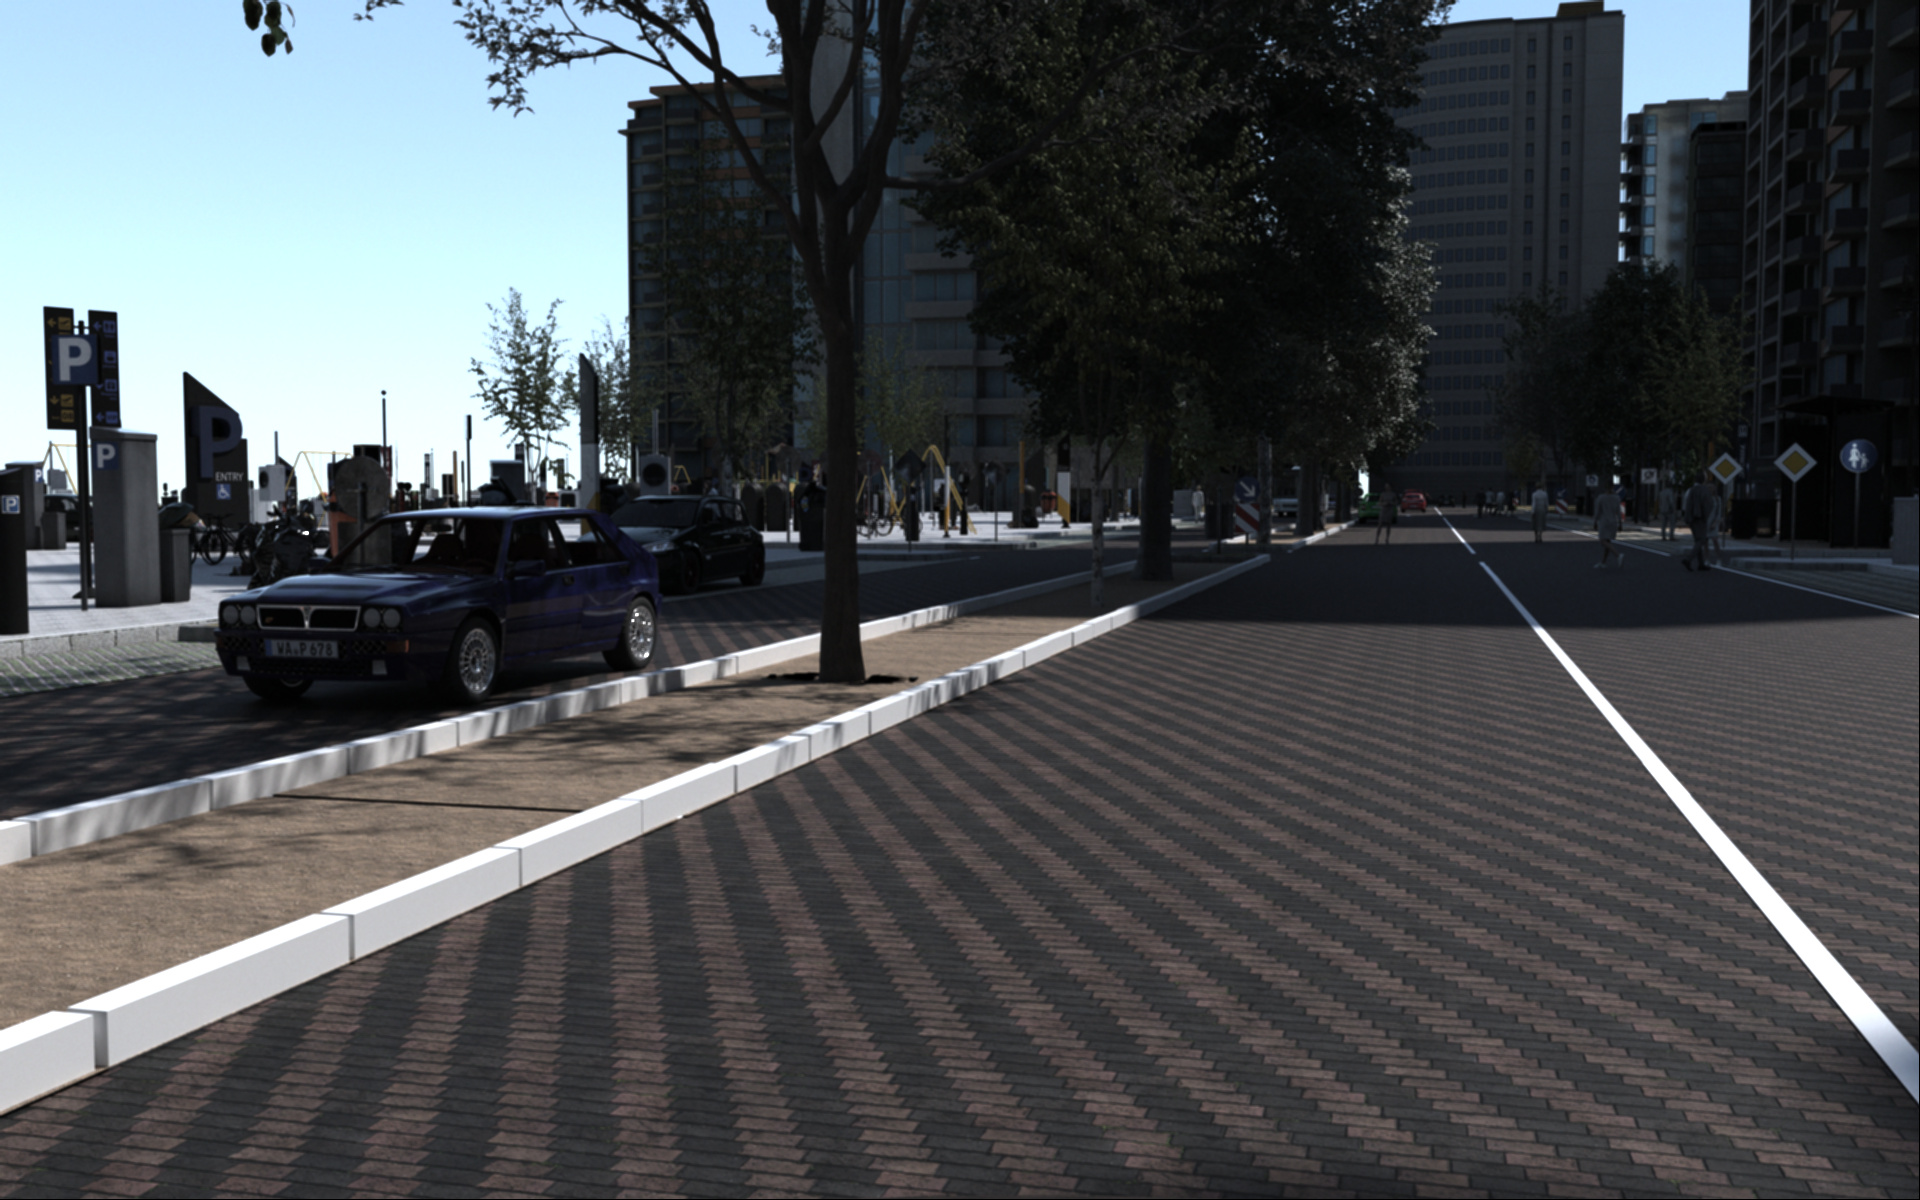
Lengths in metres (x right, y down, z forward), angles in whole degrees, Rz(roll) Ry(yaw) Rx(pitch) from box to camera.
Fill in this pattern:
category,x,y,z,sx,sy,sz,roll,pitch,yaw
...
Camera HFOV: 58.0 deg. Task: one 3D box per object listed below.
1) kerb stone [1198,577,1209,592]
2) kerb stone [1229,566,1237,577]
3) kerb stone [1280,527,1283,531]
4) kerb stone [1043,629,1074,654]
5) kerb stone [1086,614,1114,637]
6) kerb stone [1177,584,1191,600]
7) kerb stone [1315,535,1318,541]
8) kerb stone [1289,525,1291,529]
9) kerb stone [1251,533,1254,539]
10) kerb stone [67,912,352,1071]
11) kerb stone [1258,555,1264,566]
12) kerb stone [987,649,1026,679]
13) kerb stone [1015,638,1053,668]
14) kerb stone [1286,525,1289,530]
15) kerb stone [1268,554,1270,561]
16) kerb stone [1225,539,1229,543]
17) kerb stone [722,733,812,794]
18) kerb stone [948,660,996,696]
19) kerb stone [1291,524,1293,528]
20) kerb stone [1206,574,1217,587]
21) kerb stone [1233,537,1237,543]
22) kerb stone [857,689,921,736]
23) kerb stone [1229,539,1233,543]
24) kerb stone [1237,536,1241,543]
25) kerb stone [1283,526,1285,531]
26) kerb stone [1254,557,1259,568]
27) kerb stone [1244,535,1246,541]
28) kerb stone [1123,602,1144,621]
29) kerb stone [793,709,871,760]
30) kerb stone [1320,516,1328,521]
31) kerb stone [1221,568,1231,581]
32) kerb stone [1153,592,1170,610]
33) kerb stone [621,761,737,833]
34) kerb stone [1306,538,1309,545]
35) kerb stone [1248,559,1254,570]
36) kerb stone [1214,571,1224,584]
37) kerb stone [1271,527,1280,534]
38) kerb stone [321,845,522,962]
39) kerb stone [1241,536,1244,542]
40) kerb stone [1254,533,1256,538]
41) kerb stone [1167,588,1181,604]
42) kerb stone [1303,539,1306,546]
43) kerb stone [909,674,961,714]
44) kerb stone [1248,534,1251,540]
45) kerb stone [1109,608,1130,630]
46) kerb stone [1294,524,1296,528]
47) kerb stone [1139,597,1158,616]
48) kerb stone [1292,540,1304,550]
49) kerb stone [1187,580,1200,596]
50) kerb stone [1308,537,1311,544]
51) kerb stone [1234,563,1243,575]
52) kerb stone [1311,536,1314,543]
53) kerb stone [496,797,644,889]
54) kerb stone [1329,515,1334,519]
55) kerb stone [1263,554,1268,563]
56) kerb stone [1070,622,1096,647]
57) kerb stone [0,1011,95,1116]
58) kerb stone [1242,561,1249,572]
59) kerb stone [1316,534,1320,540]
category,x,y,z,sx,sy,sz,roll,pitch,yaw
kerb stone,3.523,-0.208,25.593,0.120,0.150,1.000,1,4,15
kerb stone,4.572,-0.448,29.545,0.120,0.150,1.000,1,4,15
kerb stone,11.958,-2.634,65.266,0.120,0.150,1.000,1,4,15
kerb stone,0.857,0.398,15.695,0.120,0.150,1.000,1,4,15
kerb stone,1.397,0.277,17.672,0.120,0.150,1.000,1,4,15
kerb stone,2.991,-0.086,23.604,0.120,0.150,1.000,1,4,15
kerb stone,10.543,-1.813,51.838,0.120,0.150,1.000,1,4,15
kerb stone,13.023,-2.872,69.226,0.120,0.150,1.000,1,4,15
kerb stone,9.037,-1.966,54.371,0.120,0.150,1.000,1,4,15
kerb stone,-2.044,1.064,4.796,0.120,0.150,1.000,1,4,15
kerb stone,5.909,-0.749,34.498,0.120,0.150,1.000,1,4,15
kerb stone,0.331,0.524,13.708,0.120,0.150,1.000,1,4,15
kerb stone,0.603,0.459,14.693,0.120,0.150,1.000,1,4,15
kerb stone,12.762,-2.816,68.229,0.120,0.150,1.000,1,4,15
kerb stone,6.430,-0.869,36.488,0.120,0.150,1.000,1,4,15
kerb stone,7.193,-1.540,47.445,0.120,0.150,1.000,1,4,15
kerb stone,-0.991,0.830,8.756,0.120,0.150,1.000,1,4,15
kerb stone,0.068,0.580,12.714,0.120,0.150,1.000,1,4,15
kerb stone,13.283,-2.933,70.220,0.120,0.150,1.000,1,4,15
kerb stone,3.781,-0.265,26.582,0.120,0.150,1.000,1,4,15
kerb stone,7.714,-1.665,49.425,0.120,0.150,1.000,1,4,15
kerb stone,-0.454,0.701,10.737,0.120,0.150,1.000,1,4,15
kerb stone,7.459,-1.603,48.435,0.120,0.150,1.000,1,4,15
kerb stone,7.982,-1.726,50.412,0.120,0.150,1.000,1,4,15
kerb stone,12.219,-2.693,66.257,0.120,0.150,1.000,1,4,15
kerb stone,5.638,-0.692,33.512,0.120,0.150,1.000,1,4,15
kerb stone,8.514,-1.847,52.393,0.120,0.150,1.000,1,4,15
kerb stone,1.918,0.156,19.651,0.120,0.150,1.000,1,4,15
kerb stone,-0.726,0.763,9.752,0.120,0.150,1.000,1,4,15
kerb stone,20.171,-4.511,95.951,0.120,0.150,1.000,1,4,15
kerb stone,4.315,-0.381,28.556,0.120,0.150,1.000,1,4,15
kerb stone,2.458,0.037,21.626,0.120,0.150,1.000,1,4,15
kerb stone,-1.261,0.882,7.770,0.120,0.150,1.000,1,4,15
kerb stone,9.479,-1.572,47.890,0.120,0.150,1.000,1,4,15
kerb stone,5.372,-0.632,32.521,0.120,0.150,1.000,1,4,15
kerb stone,4.050,-0.325,27.568,0.120,0.150,1.000,1,4,15
kerb stone,11.695,-2.574,64.278,0.120,0.150,1.000,1,4,15
kerb stone,-1.780,1.004,5.791,0.120,0.150,1.000,1,4,15
kerb stone,8.249,-1.787,51.406,0.120,0.150,1.000,1,4,15
kerb stone,9.304,-2.026,55.357,0.120,0.150,1.000,1,4,15
kerb stone,2.720,-0.021,22.614,0.120,0.150,1.000,1,4,15
kerb stone,9.212,-1.505,46.902,0.120,0.150,1.000,1,4,15
kerb stone,-0.198,0.642,11.727,0.120,0.150,1.000,1,4,15
kerb stone,8.779,-1.907,53.381,0.120,0.150,1.000,1,4,15
kerb stone,1.666,0.219,18.658,0.120,0.150,1.000,1,4,15
kerb stone,13.815,-3.049,72.203,0.120,0.150,1.000,1,4,15
kerb stone,2.193,0.095,20.637,0.120,0.150,1.000,1,4,15
kerb stone,8.953,-1.451,45.912,0.120,0.150,1.000,1,4,15
kerb stone,3.248,-0.147,24.602,0.120,0.150,1.000,1,4,15
kerb stone,9.737,-1.632,48.879,0.120,0.150,1.000,1,4,15
kerb stone,4.835,-0.510,30.538,0.120,0.150,1.000,1,4,15
kerb stone,10.016,-1.692,49.863,0.120,0.150,1.000,1,4,15
kerb stone,-1.518,0.943,6.779,0.120,0.150,1.000,1,4,15
kerb stone,21.756,-4.872,101.892,0.120,0.150,1.000,1,4,15
kerb stone,6.160,-0.811,35.491,0.120,0.150,1.000,1,4,15
kerb stone,1.135,0.344,16.682,0.120,0.150,1.000,1,4,15
kerb stone,-2.322,1.125,3.803,0.120,0.150,1.000,1,4,15
kerb stone,5.101,-0.571,31.530,0.120,0.150,1.000,1,4,15
kerb stone,10.803,-1.872,52.833,0.120,0.150,1.000,1,4,15
